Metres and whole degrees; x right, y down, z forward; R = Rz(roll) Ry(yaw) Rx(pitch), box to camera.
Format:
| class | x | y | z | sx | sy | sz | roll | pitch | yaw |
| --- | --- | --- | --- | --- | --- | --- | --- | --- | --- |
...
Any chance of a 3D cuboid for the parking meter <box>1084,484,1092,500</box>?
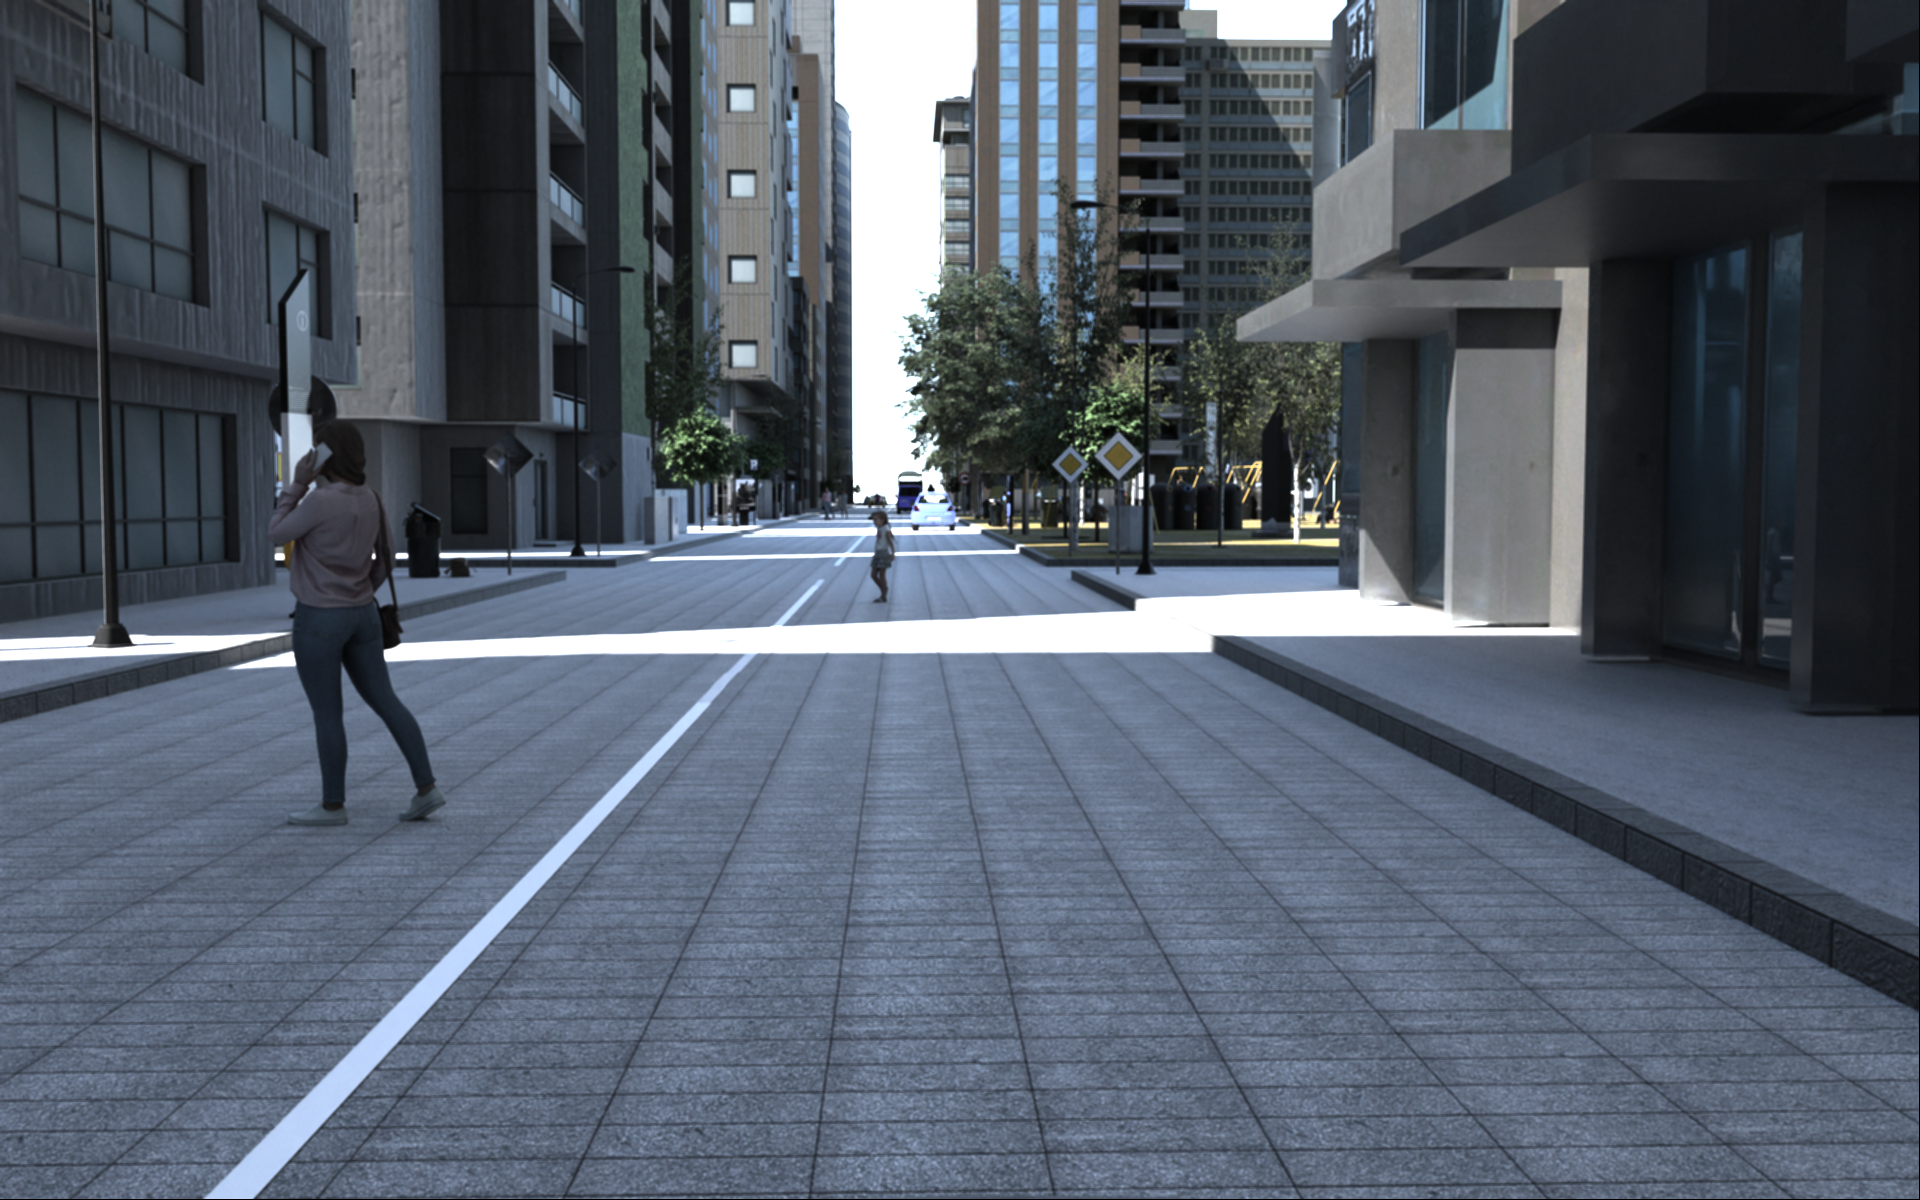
| class | x | y | z | sx | sy | sz | roll | pitch | yaw |
| --- | --- | --- | --- | --- | --- | --- | --- | --- | --- |
| parking meter | 7.184 | -5.580 | 96.942 | 0.399 | 1.863 | 0.255 | -1 | 4 | -8 |

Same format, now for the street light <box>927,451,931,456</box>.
| class | x | y | z | sx | sy | sz | roll | pitch | yaw |
| --- | --- | --- | --- | --- | --- | --- | --- | --- | --- |
| street light | -2.792 | -13.101 | 186.736 | 1.470 | 5.913 | 1.316 | 0 | 4 | -2 |

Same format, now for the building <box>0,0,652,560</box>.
| class | x | y | z | sx | sy | sz | roll | pitch | yaw |
| --- | --- | --- | --- | --- | --- | --- | --- | --- | --- |
| building | -15.666 | -21.895 | 41.580 | 14.154 | 41.232 | 14.086 | 0 | 4 | -2 |

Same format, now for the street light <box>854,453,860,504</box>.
| class | x | y | z | sx | sy | sz | roll | pitch | yaw |
| --- | --- | --- | --- | --- | --- | --- | --- | --- | --- |
| street light | -12.331 | -13.591 | 194.759 | 1.470 | 5.913 | 1.316 | 0 | 4 | -2 |

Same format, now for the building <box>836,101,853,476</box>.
| class | x | y | z | sx | sy | sz | roll | pitch | yaw |
| --- | --- | --- | --- | --- | --- | --- | --- | --- | --- |
| building | -26.546 | -43.468 | 252.701 | 21.231 | 58.520 | 28.212 | 0 | 4 | -2 |

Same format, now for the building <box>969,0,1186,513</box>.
| class | x | y | z | sx | sy | sz | roll | pitch | yaw |
| --- | --- | --- | --- | --- | --- | --- | --- | --- | --- |
| building | 7.820 | -28.957 | 123.559 | 14.600 | 45.320 | 14.200 | 0 | 4 | -2 |

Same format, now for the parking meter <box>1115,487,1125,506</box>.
| class | x | y | z | sx | sy | sz | roll | pitch | yaw |
| --- | --- | --- | --- | --- | --- | --- | --- | --- | --- |
| parking meter | 5.721 | -3.275 | 61.957 | 0.372 | 1.533 | 0.369 | 0 | 3 | 0 |

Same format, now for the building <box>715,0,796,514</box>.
| class | x | y | z | sx | sy | sz | roll | pitch | yaw |
| --- | --- | --- | --- | --- | --- | --- | --- | --- | --- |
| building | -26.000 | -32.633 | 122.793 | 28.713 | 52.752 | 27.495 | 0 | 4 | -2 |

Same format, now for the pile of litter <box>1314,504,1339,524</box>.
| class | x | y | z | sx | sy | sz | roll | pitch | yaw |
| --- | --- | --- | --- | --- | --- | --- | --- | --- | --- |
| pile of litter | 16.151 | -3.730 | 74.951 | 1.719 | 0.858 | 1.176 | 0 | 4 | -1 |

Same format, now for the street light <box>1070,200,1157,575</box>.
| class | x | y | z | sx | sy | sz | roll | pitch | yaw |
| --- | --- | --- | --- | --- | --- | --- | --- | --- | --- |
| street light | 2.438 | -3.366 | 27.569 | 1.470 | 5.913 | 1.316 | 0 | 4 | -2 |

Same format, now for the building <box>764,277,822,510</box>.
| class | x | y | z | sx | sy | sz | roll | pitch | yaw |
| --- | --- | --- | --- | --- | --- | --- | --- | --- | --- |
| building | -26.739 | -18.767 | 151.881 | 27.650 | 21.520 | 28.899 | 0 | 4 | -2 |

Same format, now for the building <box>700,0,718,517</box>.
| class | x | y | z | sx | sy | sz | roll | pitch | yaw |
| --- | --- | --- | --- | --- | --- | --- | --- | --- | --- |
| building | -20.667 | -27.089 | 93.021 | 14.600 | 45.320 | 14.200 | 0 | 4 | -2 |

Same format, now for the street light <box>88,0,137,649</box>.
| class | x | y | z | sx | sy | sz | roll | pitch | yaw |
| --- | --- | --- | --- | --- | --- | --- | --- | --- | --- |
| street light | -6.572 | -2.558 | 14.368 | 1.470 | 5.913 | 1.316 | 0 | 4 | -2 |

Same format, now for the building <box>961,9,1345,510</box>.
| class | x | y | z | sx | sy | sz | roll | pitch | yaw |
| --- | --- | --- | --- | --- | --- | --- | --- | --- | --- |
| building | 16.391 | -27.595 | 143.058 | 32.217 | 40.220 | 23.993 | 0 | 4 | -2 |

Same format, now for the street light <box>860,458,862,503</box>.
| class | x | y | z | sx | sy | sz | roll | pitch | yaw |
| --- | --- | --- | --- | --- | --- | --- | --- | --- | --- |
| street light | -13.323 | -15.478 | 225.598 | 1.470 | 5.913 | 1.316 | 0 | 4 | -2 |

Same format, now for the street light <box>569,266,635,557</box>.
| class | x | y | z | sx | sy | sz | roll | pitch | yaw |
| --- | --- | --- | --- | --- | --- | --- | --- | --- | --- |
| street light | -7.311 | -3.846 | 35.425 | 1.470 | 5.913 | 1.316 | 0 | 4 | -2 |

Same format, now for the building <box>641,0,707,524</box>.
| class | x | y | z | sx | sy | sz | roll | pitch | yaw |
| --- | --- | --- | --- | --- | --- | --- | --- | --- | --- |
| building | -18.385 | -18.332 | 71.423 | 14.160 | 30.474 | 14.107 | 0 | 4 | -2 |

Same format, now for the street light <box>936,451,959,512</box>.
| class | x | y | z | sx | sy | sz | roll | pitch | yaw |
| --- | --- | --- | --- | --- | --- | --- | --- | --- | --- |
| street light | -0.767 | -9.230 | 123.459 | 1.470 | 5.913 | 1.316 | 0 | 4 | -2 |

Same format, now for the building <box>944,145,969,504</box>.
| class | x | y | z | sx | sy | sz | roll | pitch | yaw |
| --- | --- | --- | --- | --- | --- | --- | --- | --- | --- |
| building | 5.047 | -31.942 | 205.843 | 14.154 | 41.232 | 14.086 | 0 | 4 | -2 |

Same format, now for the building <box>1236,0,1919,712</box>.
| class | x | y | z | sx | sy | sz | roll | pitch | yaw |
| --- | --- | --- | --- | --- | --- | --- | --- | --- | --- |
| building | 15.319 | -23.920 | 10.702 | 23.786 | 49.044 | 30.456 | 0 | 4 | -2 |

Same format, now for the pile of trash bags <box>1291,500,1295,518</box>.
| class | x | y | z | sx | sy | sz | roll | pitch | yaw |
| --- | --- | --- | --- | --- | --- | --- | --- | --- | --- |
| pile of trash bags | 16.230 | -5.074 | 92.707 | 3.447 | 1.369 | 1.912 | -2 | 4 | -32 |

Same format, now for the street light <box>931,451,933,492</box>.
| class | x | y | z | sx | sy | sz | roll | pitch | yaw |
| --- | --- | --- | --- | --- | --- | --- | --- | --- | --- |
| street light | -1.640 | -11.142 | 154.717 | 1.470 | 5.913 | 1.316 | 0 | 4 | -2 |

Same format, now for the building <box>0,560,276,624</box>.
| class | x | y | z | sx | sy | sz | roll | pitch | yaw |
| --- | --- | --- | --- | --- | --- | --- | --- | --- | --- |
| building | -15.573 | -20.572 | 19.952 | 14.086 | 41.232 | 14.154 | 0 | 4 | -2 |

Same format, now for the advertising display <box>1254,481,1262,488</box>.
| class | x | y | z | sx | sy | sz | roll | pitch | yaw |
| --- | --- | --- | --- | --- | --- | --- | --- | --- | --- |
| advertising display | 15.465 | -5.087 | 88.378 | 0.974 | 1.923 | 0.123 | -1 | 4 | -8 |

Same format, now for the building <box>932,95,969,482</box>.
| class | x | y | z | sx | sy | sz | roll | pitch | yaw |
| --- | --- | --- | --- | --- | --- | --- | --- | --- | --- |
| building | 10.938 | -39.015 | 227.129 | 28.713 | 52.752 | 27.495 | 0 | 4 | -2 |

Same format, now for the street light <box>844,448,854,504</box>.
| class | x | y | z | sx | sy | sz | roll | pitch | yaw |
| --- | --- | --- | --- | --- | --- | --- | --- | --- | --- |
| street light | -11.683 | -12.302 | 173.673 | 1.470 | 5.913 | 1.316 | 0 | 4 | -2 |

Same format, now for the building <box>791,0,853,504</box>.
| class | x | y | z | sx | sy | sz | roll | pitch | yaw |
| --- | --- | --- | --- | --- | --- | --- | --- | --- | --- |
| building | -24.448 | -48.303 | 228.003 | 20.563 | 71.187 | 20.611 | 0 | 4 | -2 |

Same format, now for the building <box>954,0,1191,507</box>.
| class | x | y | z | sx | sy | sz | roll | pitch | yaw |
| --- | --- | --- | --- | --- | --- | --- | --- | --- | --- |
| building | 10.978 | -52.371 | 168.931 | 22.319 | 86.520 | 31.000 | 0 | 4 | -2 |

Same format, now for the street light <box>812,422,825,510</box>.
| class | x | y | z | sx | sy | sz | roll | pitch | yaw |
| --- | --- | --- | --- | --- | --- | --- | --- | --- | --- |
| street light | -9.655 | -8.529 | 111.995 | 1.470 | 5.913 | 1.316 | 0 | 4 | -2 |

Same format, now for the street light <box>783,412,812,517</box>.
| class | x | y | z | sx | sy | sz | roll | pitch | yaw |
| --- | --- | --- | --- | --- | --- | --- | --- | --- | --- |
| street light | -9.318 | -7.679 | 98.086 | 1.470 | 5.913 | 1.316 | 0 | 4 | -2 |

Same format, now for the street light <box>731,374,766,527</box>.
| class | x | y | z | sx | sy | sz | roll | pitch | yaw |
| --- | --- | --- | --- | --- | --- | --- | --- | --- | --- |
| street light | -8.189 | -5.777 | 67.001 | 1.470 | 5.913 | 1.316 | 0 | 4 | -2 |

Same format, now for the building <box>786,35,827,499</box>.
| class | x | y | z | sx | sy | sz | roll | pitch | yaw |
| --- | --- | --- | --- | --- | --- | --- | --- | --- | --- |
| building | -20.701 | -32.020 | 173.635 | 14.600 | 45.320 | 14.200 | 0 | 4 | -2 |

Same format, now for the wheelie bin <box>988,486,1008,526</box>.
| class | x | y | z | sx | sy | sz | roll | pitch | yaw |
| --- | --- | --- | --- | --- | --- | --- | --- | --- | --- |
| wheelie bin | 1.530 | -3.747 | 69.175 | 0.980 | 1.594 | 0.693 | 3 | 4 | 36 |

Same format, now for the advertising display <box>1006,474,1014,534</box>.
| class | x | y | z | sx | sy | sz | roll | pitch | yaw |
| --- | --- | --- | --- | --- | --- | --- | --- | --- | --- |
| advertising display | 1.616 | -3.102 | 55.932 | 0.123 | 1.923 | 0.974 | 0 | 4 | -5 |

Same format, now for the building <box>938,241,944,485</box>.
| class | x | y | z | sx | sy | sz | roll | pitch | yaw |
| --- | --- | --- | --- | --- | --- | --- | --- | --- | --- |
| building | 7.921 | -36.746 | 255.419 | 22.147 | 44.769 | 28.867 | 0 | 4 | -2 |

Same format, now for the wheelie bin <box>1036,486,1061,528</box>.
| class | x | y | z | sx | sy | sz | roll | pitch | yaw |
| --- | --- | --- | --- | --- | --- | --- | --- | --- | --- |
| wheelie bin | 3.359 | -3.553 | 65.999 | 0.980 | 1.594 | 0.693 | 0 | 4 | -4 |

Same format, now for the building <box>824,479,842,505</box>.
| class | x | y | z | sx | sy | sz | roll | pitch | yaw |
| --- | --- | --- | --- | --- | --- | --- | --- | --- | --- |
| building | -30.466 | -31.443 | 205.968 | 32.217 | 40.220 | 23.993 | 0 | 4 | -2 |

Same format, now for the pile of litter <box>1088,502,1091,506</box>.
| class | x | y | z | sx | sy | sz | roll | pitch | yaw |
| --- | --- | --- | --- | --- | --- | --- | --- | --- | --- |
| pile of litter | 6.693 | -4.934 | 94.640 | 1.176 | 0.858 | 1.719 | 0 | 4 | 0 |

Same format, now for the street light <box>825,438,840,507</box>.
| class | x | y | z | sx | sy | sz | roll | pitch | yaw |
| --- | --- | --- | --- | --- | --- | --- | --- | --- | --- |
| street light | -10.760 | -10.415 | 142.831 | 1.470 | 5.913 | 1.316 | 0 | 4 | -2 |

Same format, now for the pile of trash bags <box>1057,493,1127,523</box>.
| class | x | y | z | sx | sy | sz | roll | pitch | yaw |
| --- | --- | --- | --- | --- | --- | --- | --- | --- | --- |
| pile of trash bags | 6.067 | -4.203 | 78.472 | 3.447 | 1.369 | 1.912 | -2 | 4 | -26 |
